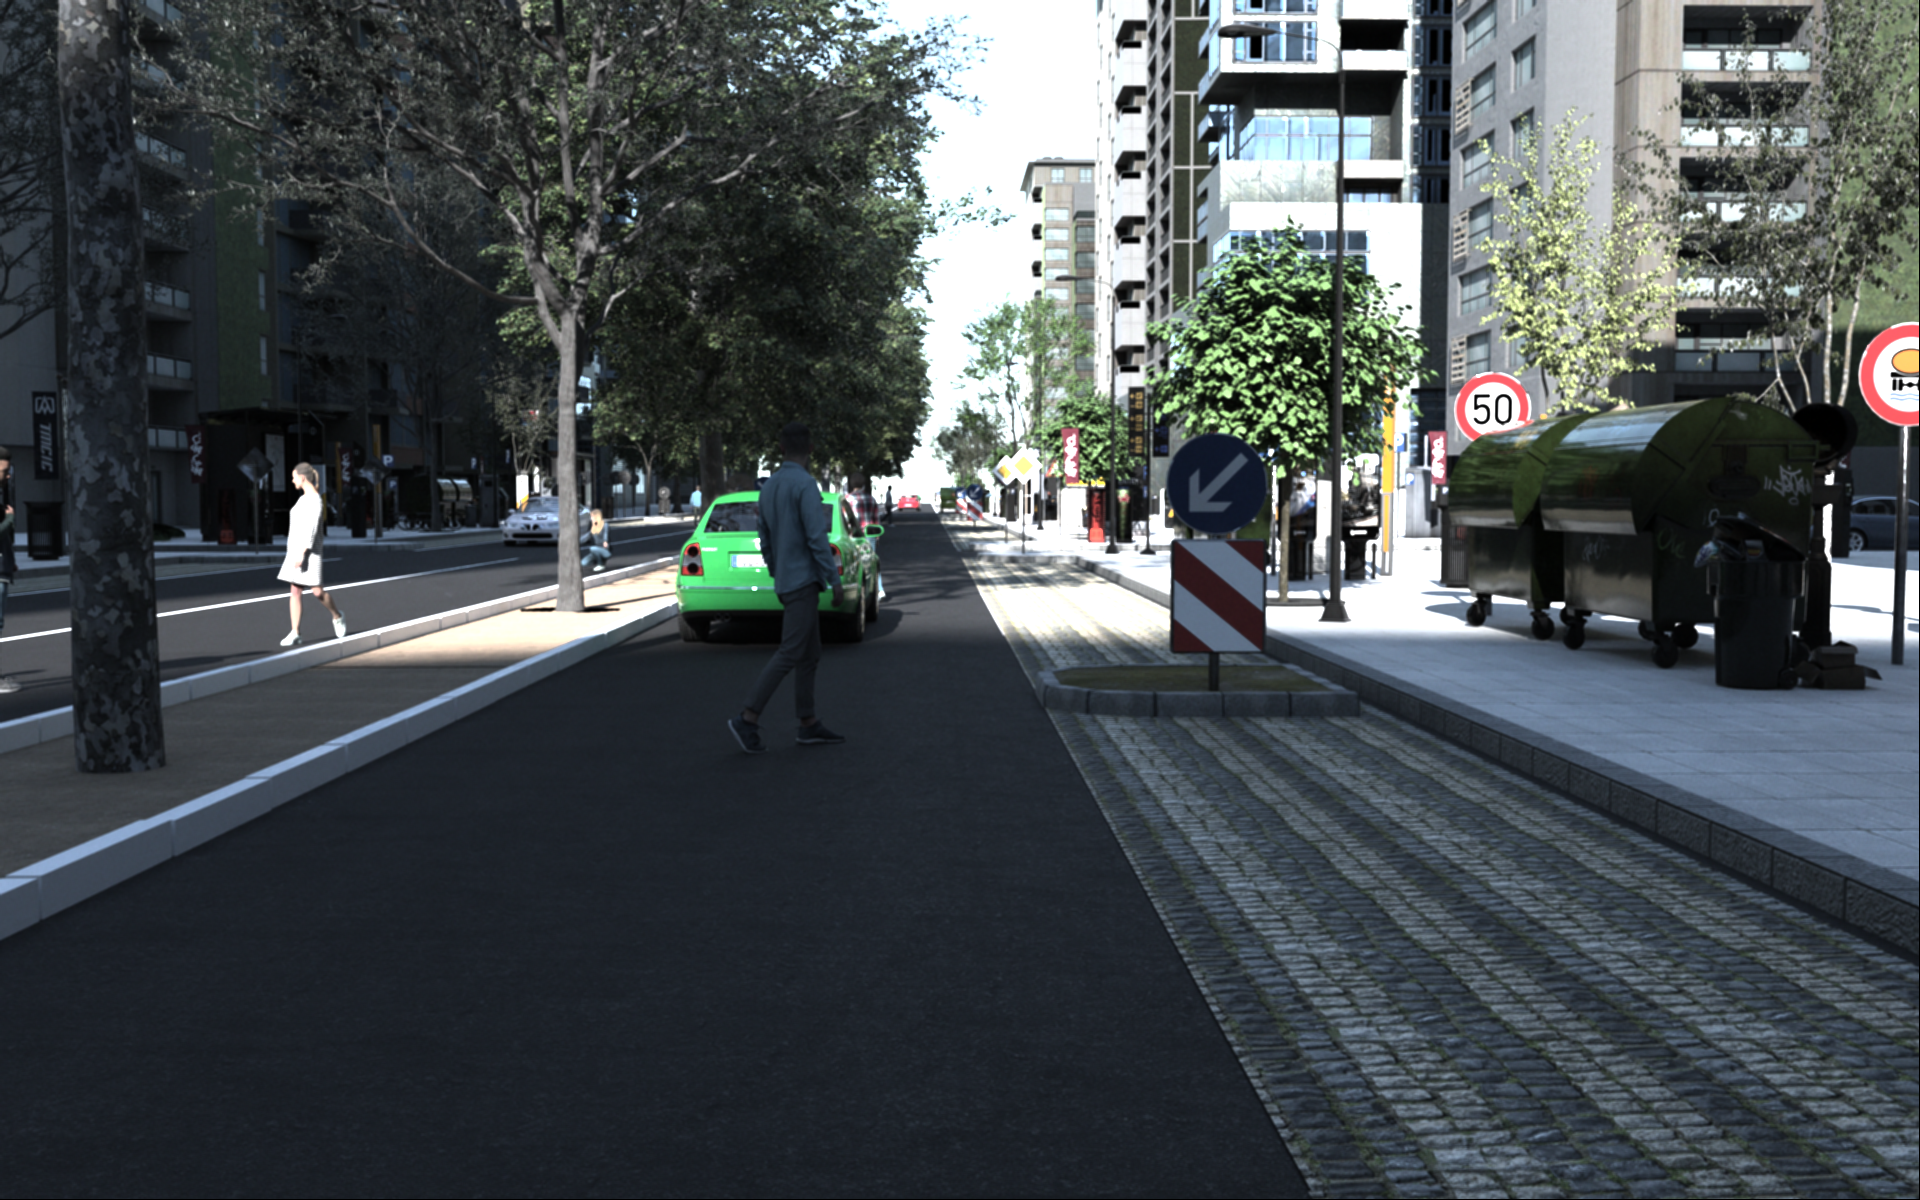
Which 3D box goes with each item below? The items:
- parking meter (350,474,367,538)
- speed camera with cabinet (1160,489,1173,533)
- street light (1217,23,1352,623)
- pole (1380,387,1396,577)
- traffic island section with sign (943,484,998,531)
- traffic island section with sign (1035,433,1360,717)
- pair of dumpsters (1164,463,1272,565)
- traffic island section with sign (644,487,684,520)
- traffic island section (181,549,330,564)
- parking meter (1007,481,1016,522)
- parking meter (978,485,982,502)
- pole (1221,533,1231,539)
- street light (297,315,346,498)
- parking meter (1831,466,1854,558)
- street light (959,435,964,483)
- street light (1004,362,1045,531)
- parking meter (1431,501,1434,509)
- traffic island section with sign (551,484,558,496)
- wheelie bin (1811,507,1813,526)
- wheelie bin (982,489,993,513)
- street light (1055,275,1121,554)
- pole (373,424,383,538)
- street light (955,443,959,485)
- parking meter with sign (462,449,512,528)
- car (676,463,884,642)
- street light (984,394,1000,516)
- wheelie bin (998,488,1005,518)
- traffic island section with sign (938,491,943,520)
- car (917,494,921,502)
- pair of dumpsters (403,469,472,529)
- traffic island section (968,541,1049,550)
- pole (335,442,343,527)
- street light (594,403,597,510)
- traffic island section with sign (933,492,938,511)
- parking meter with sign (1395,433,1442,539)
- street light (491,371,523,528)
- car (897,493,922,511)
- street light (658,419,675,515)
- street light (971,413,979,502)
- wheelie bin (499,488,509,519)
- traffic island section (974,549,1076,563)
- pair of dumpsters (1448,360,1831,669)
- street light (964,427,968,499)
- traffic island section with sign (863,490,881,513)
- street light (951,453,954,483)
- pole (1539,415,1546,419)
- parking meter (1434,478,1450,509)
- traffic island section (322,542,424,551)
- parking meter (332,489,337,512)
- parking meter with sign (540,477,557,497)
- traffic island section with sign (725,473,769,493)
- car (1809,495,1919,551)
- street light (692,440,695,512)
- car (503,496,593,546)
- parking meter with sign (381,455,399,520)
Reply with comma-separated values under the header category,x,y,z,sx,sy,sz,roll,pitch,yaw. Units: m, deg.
category,x,y,z,sx,sy,sz,roll,pitch,yaw
parking meter,-17.609,-2.753,50.730,0.399,1.863,0.255,1,4,23
speed camera with cabinet,7.635,-3.828,56.917,2.038,3.252,0.660,2,4,31
street light,3.241,-2.737,17.287,1.470,5.913,1.316,0,4,-1
pole,6.644,-2.019,26.854,0.158,3.312,0.155,0,3,0
traffic island section with sign,0.454,-3.637,68.099,1.989,1.847,2.006,0,4,-1
traffic island section with sign,1.543,-0.205,11.984,1.989,1.847,2.006,0,4,-1
pair of dumpsters,4.990,-1.885,33.313,1.574,2.255,4.437,0,4,-1
traffic island section with sign,-16.133,-5.251,94.474,1.989,1.847,2.006,0,4,-1
traffic island section,-15.004,-0.895,36.913,2.009,0.180,2.903,0,4,-1
parking meter,2.317,-4.485,79.040,0.399,1.863,0.255,-3,4,-37
parking meter,1.358,-6.742,115.946,0.255,1.863,0.399,0,4,5
pole,4.675,-2.228,30.278,0.158,3.312,0.155,0,3,0
street light,-16.599,-4.433,45.018,1.470,5.913,1.316,0,4,-1
parking meter,17.726,-1.785,34.903,0.255,1.863,0.399,-2,4,-31
street light,0.892,-10.016,136.309,1.470,5.913,1.316,0,4,-1
street light,2.296,-5.405,60.907,1.470,5.913,1.316,0,4,-1
parking meter,17.274,-3.490,62.774,0.255,1.863,0.399,0,4,-7
traffic island section with sign,-15.603,-3.587,67.275,1.989,1.847,2.006,0,4,-1
wheelie bin,36.100,-3.963,72.697,0.693,1.594,0.980,3,5,43
wheelie bin,1.736,-6.672,116.993,0.980,1.594,0.693,0,4,6
street light,2.717,-3.935,36.884,1.470,5.913,1.316,0,4,-1
pole,-17.082,-3.483,50.796,0.158,3.312,0.155,0,3,0
street light,0.490,-11.275,156.881,1.470,5.913,1.316,0,4,-1
parking meter with sign,-18.172,-4.310,66.735,1.738,3.016,0.543,-2,4,-31
car,-1.808,-0.572,18.150,1.959,1.807,4.718,0,4,1
street light,1.962,-6.598,80.414,1.470,5.913,1.316,0,4,-1
wheelie bin,2.521,-5.179,92.590,0.980,1.594,0.693,-2,4,-24
traffic island section with sign,-0.065,-5.286,95.049,1.989,1.847,2.006,0,4,-1
car,-7.136,-16.453,277.796,1.959,1.807,4.718,0,4,-3
pair of dumpsters,-20.000,-3.906,66.364,1.574,2.255,4.437,0,4,-1
traffic island section,1.229,-1.402,45.209,2.009,0.180,2.903,0,4,-1
pole,-24.318,-4.525,67.820,0.158,3.312,0.155,0,3,0
street light,-17.455,-6.899,85.342,1.470,5.913,1.316,0,4,-1
traffic island section with sign,-1.025,-8.284,144.069,1.989,1.847,2.006,0,4,-1
parking meter with sign,13.226,-3.280,49.882,1.738,3.016,0.543,-2,4,-31
street light,-16.945,-5.656,65.015,1.470,5.913,1.316,0,4,-1
car,-4.238,-8.313,144.953,2.155,1.783,4.494,0,4,1
street light,-17.765,-8.151,105.802,1.470,5.913,1.316,0,4,-1
street light,1.490,-7.791,99.918,1.470,5.913,1.316,0,4,-1
wheelie bin,-23.325,-4.897,87.976,0.693,1.594,0.980,0,4,2
traffic island section,1.385,-0.914,37.225,2.009,0.180,2.903,0,4,-1
pair of dumpsters,5.564,-0.746,14.691,1.574,2.255,4.437,0,4,-1
street light,1.186,-8.984,119.425,1.470,5.913,1.316,0,4,-1
traffic island section with sign,-6.433,-6.834,119.874,2.006,1.907,1.989,0,4,-1
street light,0.038,-12.496,176.843,1.470,5.913,1.316,0,4,-1
pole,14.955,-3.099,44.512,0.158,3.312,0.155,0,3,0
parking meter,15.686,-3.084,56.131,0.399,1.863,0.255,-1,4,-9
traffic island section,-15.159,-1.383,44.896,2.009,0.180,2.903,0,4,-1
parking meter,-25.504,-3.825,70.948,0.372,1.533,0.369,0,3,0
parking meter with sign,-18.611,-5.019,78.317,1.738,3.016,0.543,-1,4,-11
traffic island section with sign,-4.963,-2.239,44.750,2.006,1.907,1.989,0,4,-1
car,21.826,-1.760,40.773,4.499,1.417,2.014,0,4,-1
street light,-18.068,-9.090,121.168,1.470,5.913,1.316,0,4,-1
car,-11.693,-2.262,49.339,2.083,1.381,4.827,0,4,-2
parking meter with sign,-24.970,-4.880,76.044,0.543,3.016,1.738,-2,4,-27
